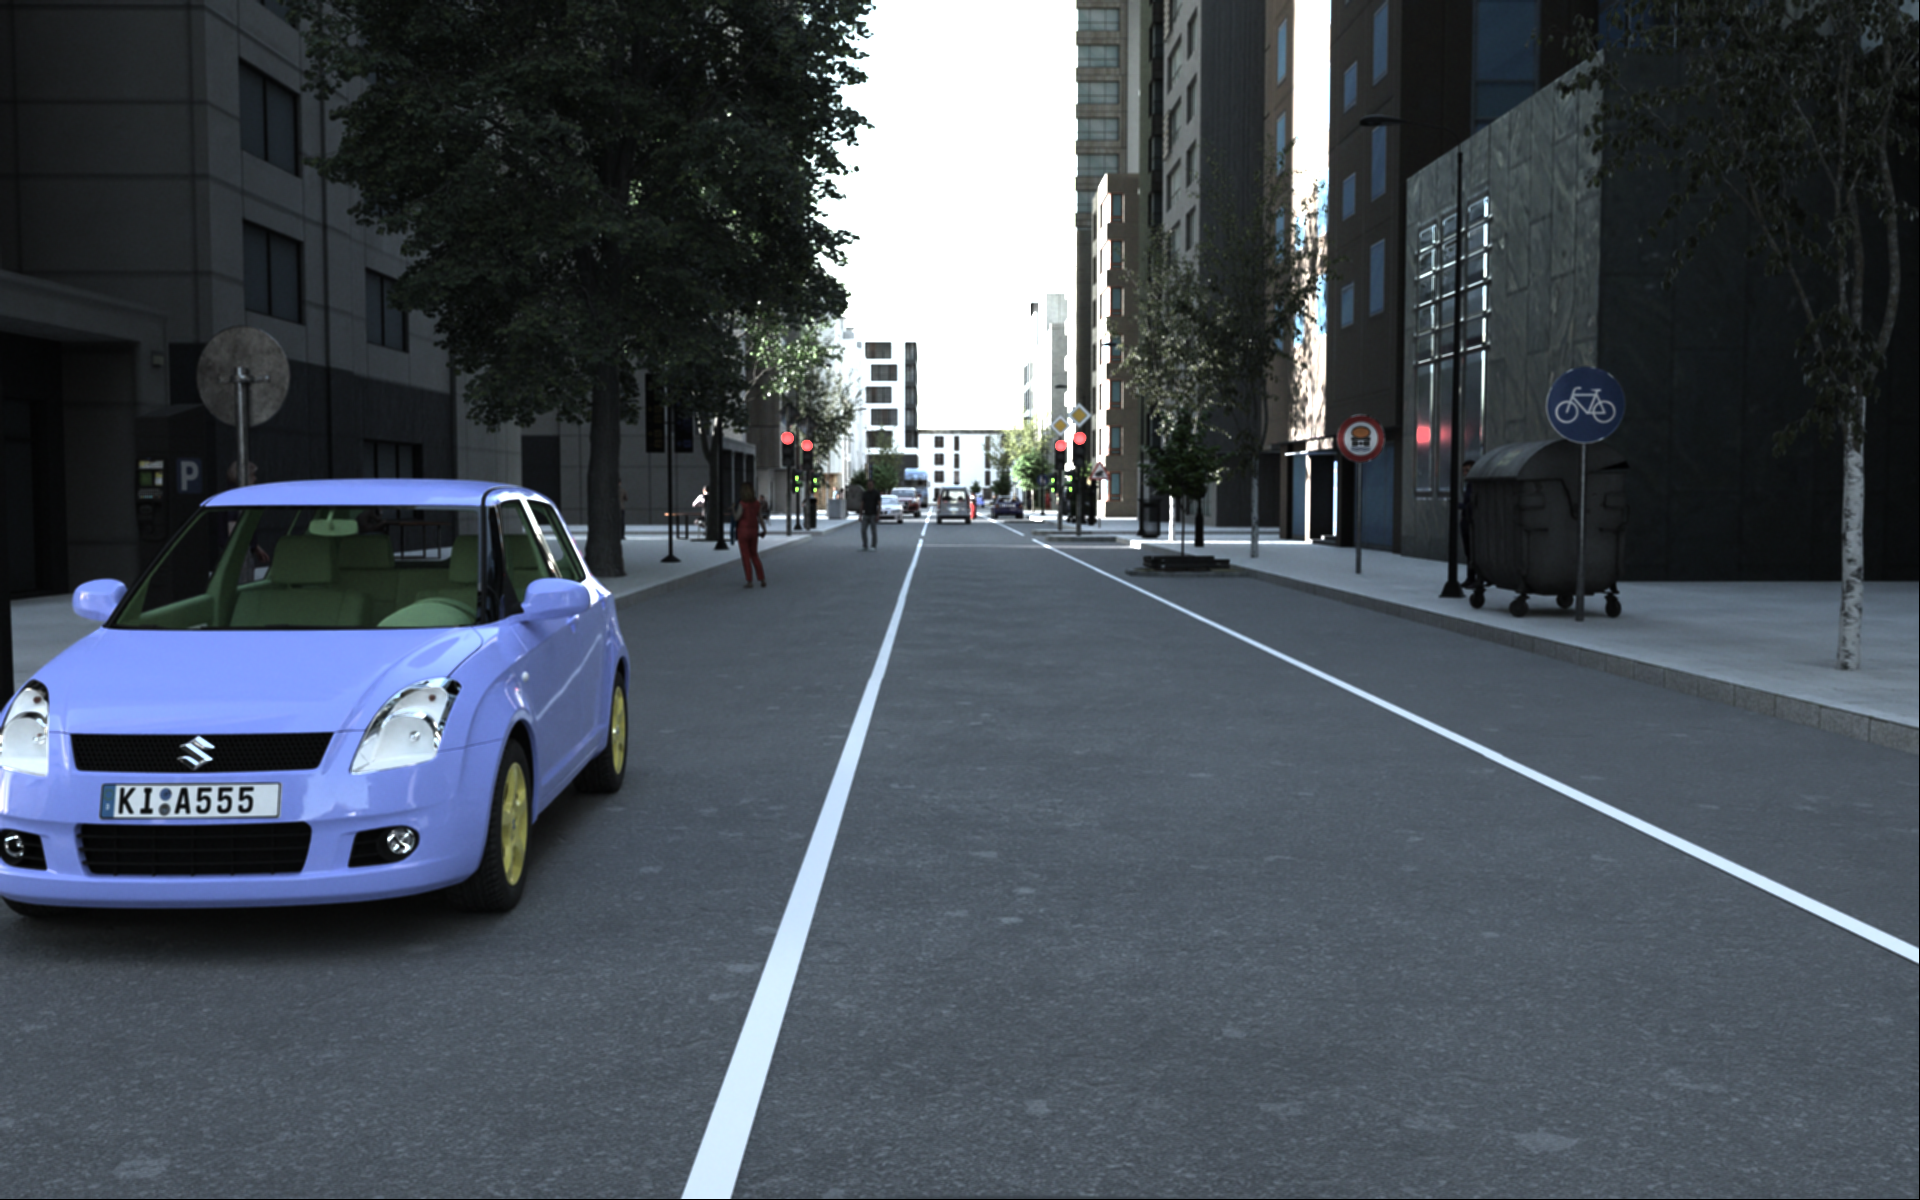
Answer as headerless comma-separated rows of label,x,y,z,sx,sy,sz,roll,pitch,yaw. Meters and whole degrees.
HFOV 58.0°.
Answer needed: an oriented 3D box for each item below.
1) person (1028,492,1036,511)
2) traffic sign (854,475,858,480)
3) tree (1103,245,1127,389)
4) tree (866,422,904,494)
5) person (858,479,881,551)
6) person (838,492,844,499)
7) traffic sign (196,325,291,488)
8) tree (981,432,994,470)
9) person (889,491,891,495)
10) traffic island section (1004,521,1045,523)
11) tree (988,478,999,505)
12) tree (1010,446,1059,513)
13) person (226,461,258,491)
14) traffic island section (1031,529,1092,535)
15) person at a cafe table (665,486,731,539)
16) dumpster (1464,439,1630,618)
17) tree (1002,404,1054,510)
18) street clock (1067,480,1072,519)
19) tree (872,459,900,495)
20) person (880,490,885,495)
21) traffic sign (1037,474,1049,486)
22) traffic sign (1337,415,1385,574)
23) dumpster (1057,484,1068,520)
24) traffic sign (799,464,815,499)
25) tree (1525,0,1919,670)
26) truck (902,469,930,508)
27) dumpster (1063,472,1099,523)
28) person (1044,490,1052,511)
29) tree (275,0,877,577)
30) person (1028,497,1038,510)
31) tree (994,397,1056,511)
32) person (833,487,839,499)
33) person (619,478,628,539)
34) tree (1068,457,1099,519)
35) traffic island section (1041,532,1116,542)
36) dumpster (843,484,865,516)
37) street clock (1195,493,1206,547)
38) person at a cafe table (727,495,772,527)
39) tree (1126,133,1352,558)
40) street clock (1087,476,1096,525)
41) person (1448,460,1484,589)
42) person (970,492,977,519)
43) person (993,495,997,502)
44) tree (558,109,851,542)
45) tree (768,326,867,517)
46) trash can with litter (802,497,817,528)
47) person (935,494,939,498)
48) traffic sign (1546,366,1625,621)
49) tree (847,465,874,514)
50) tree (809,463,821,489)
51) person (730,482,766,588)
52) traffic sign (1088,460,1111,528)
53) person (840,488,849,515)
person,5.591,-7.796,134.325,0.655,1.722,0.431,-3,5,-42
traffic sign,-6.878,-7.061,115.449,0.884,2.594,0.081,0,4,5
tree,5.828,-5.908,46.953,4.360,8.622,3.978,0,3,0
tree,-7.404,-13.743,175.061,4.737,8.622,4.395,0,3,0
person,-2.292,-2.142,43.657,0.598,1.807,0.434,3,4,38
person,-9.194,-7.893,135.639,0.990,1.755,0.434,0,4,-3
traffic sign,-5.434,-0.796,13.124,0.768,2.556,0.104,1,4,9
tree,4.250,-12.918,161.571,4.737,8.622,4.395,0,3,0
person,-8.207,-12.213,206.450,0.721,1.735,1.217,-1,4,-15
traffic island section,3.205,-3.910,86.802,1.991,0.108,1.994,0,4,-1
tree,4.548,-13.363,213.081,1.663,3.219,1.824,0,3,0
tree,4.951,-8.248,118.567,4.285,4.588,4.351,0,3,0
person,-5.839,-0.347,13.924,0.471,1.553,0.569,1,4,8
traffic island section,3.558,-2.384,61.260,2.009,0.180,2.903,0,4,-1
person at a cafe table,-7.327,-2.501,49.404,1.698,1.524,1.622,-2,4,-30
dumpster,6.318,-0.790,18.677,1.264,1.857,1.865,0,4,-1
tree,5.606,-11.701,141.672,4.360,8.622,3.978,0,3,0
street clock,5.766,-5.258,90.544,0.358,2.002,0.471,2,4,24
tree,-7.253,-10.942,162.622,4.285,4.588,4.351,0,3,0
person,-8.053,-10.411,176.945,1.217,1.739,0.721,0,4,6
traffic sign,5.244,-6.703,109.705,0.768,2.556,0.104,1,4,8
traffic sign,6.428,-1.698,27.868,0.768,2.556,0.104,0,4,2
dumpster,5.379,-4.810,84.394,1.264,1.857,1.865,0,4,-1
traffic sign,-6.378,-4.364,71.458,0.768,2.556,0.104,0,4,0
tree,6.268,-3.798,12.461,4.360,8.622,3.978,0,3,0
truck,-4.860,-12.121,187.936,2.967,4.110,18.799,0,4,-2
dumpster,5.399,-4.559,77.031,1.502,2.255,1.985,0,4,-1
person,6.850,-7.752,134.496,0.444,1.614,0.593,-3,5,-41
tree,-5.583,-7.344,26.724,9.857,13.997,8.962,0,3,0
person,5.844,-7.980,139.783,0.557,1.426,1.065,-3,5,-42
tree,5.242,-10.982,129.918,4.737,8.622,4.395,0,3,0
person,-8.719,-7.014,120.857,0.434,1.807,0.598,-2,4,-26
person,-9.691,-2.592,48.957,0.617,1.759,0.750,-1,4,-13
tree,6.314,-5.751,88.632,1.663,3.219,1.824,0,3,0
traffic island section,3.669,-1.896,53.275,2.009,0.180,2.903,0,4,-1
dumpster,-6.311,-5.961,103.224,1.264,1.857,1.865,0,4,-1
street clock,5.826,-2.297,42.127,0.358,2.002,0.471,1,4,21
person at a cafe table,-8.351,-3.555,68.987,1.726,1.238,1.698,-1,4,-11
tree,5.716,-5.162,34.763,4.360,8.622,3.978,0,3,0
street clock,5.388,-4.072,71.139,0.358,2.002,0.471,-1,4,-19
person,6.906,-1.029,23.573,0.504,1.737,0.576,-1,4,-11
person,0.743,-5.323,97.995,0.387,1.526,0.523,-2,4,-32
person,2.454,-6.759,122.916,0.435,1.345,0.340,3,5,43
tree,-6.803,-7.404,46.805,9.928,11.665,9.643,0,3,0
tree,-6.339,-7.730,76.751,4.360,8.622,3.978,0,3,0
trash can with litter,-5.701,-3.270,64.850,0.624,1.170,1.055,-1,4,-16
person,-2.460,-12.413,211.975,1.217,1.766,0.721,0,4,-6
traffic sign,6.250,-1.057,17.393,0.768,2.556,0.104,0,4,6
tree,-6.400,-7.305,114.045,1.663,3.219,1.824,0,3,0
tree,-12.334,-9.084,132.238,4.285,4.588,4.351,0,3,0
person,-3.240,-1.000,26.550,0.593,1.614,0.444,-1,4,-16
traffic sign,5.281,-4.006,65.502,0.884,2.594,0.081,0,3,0
person,-7.074,-6.047,106.371,0.566,1.644,0.517,0,4,-2
